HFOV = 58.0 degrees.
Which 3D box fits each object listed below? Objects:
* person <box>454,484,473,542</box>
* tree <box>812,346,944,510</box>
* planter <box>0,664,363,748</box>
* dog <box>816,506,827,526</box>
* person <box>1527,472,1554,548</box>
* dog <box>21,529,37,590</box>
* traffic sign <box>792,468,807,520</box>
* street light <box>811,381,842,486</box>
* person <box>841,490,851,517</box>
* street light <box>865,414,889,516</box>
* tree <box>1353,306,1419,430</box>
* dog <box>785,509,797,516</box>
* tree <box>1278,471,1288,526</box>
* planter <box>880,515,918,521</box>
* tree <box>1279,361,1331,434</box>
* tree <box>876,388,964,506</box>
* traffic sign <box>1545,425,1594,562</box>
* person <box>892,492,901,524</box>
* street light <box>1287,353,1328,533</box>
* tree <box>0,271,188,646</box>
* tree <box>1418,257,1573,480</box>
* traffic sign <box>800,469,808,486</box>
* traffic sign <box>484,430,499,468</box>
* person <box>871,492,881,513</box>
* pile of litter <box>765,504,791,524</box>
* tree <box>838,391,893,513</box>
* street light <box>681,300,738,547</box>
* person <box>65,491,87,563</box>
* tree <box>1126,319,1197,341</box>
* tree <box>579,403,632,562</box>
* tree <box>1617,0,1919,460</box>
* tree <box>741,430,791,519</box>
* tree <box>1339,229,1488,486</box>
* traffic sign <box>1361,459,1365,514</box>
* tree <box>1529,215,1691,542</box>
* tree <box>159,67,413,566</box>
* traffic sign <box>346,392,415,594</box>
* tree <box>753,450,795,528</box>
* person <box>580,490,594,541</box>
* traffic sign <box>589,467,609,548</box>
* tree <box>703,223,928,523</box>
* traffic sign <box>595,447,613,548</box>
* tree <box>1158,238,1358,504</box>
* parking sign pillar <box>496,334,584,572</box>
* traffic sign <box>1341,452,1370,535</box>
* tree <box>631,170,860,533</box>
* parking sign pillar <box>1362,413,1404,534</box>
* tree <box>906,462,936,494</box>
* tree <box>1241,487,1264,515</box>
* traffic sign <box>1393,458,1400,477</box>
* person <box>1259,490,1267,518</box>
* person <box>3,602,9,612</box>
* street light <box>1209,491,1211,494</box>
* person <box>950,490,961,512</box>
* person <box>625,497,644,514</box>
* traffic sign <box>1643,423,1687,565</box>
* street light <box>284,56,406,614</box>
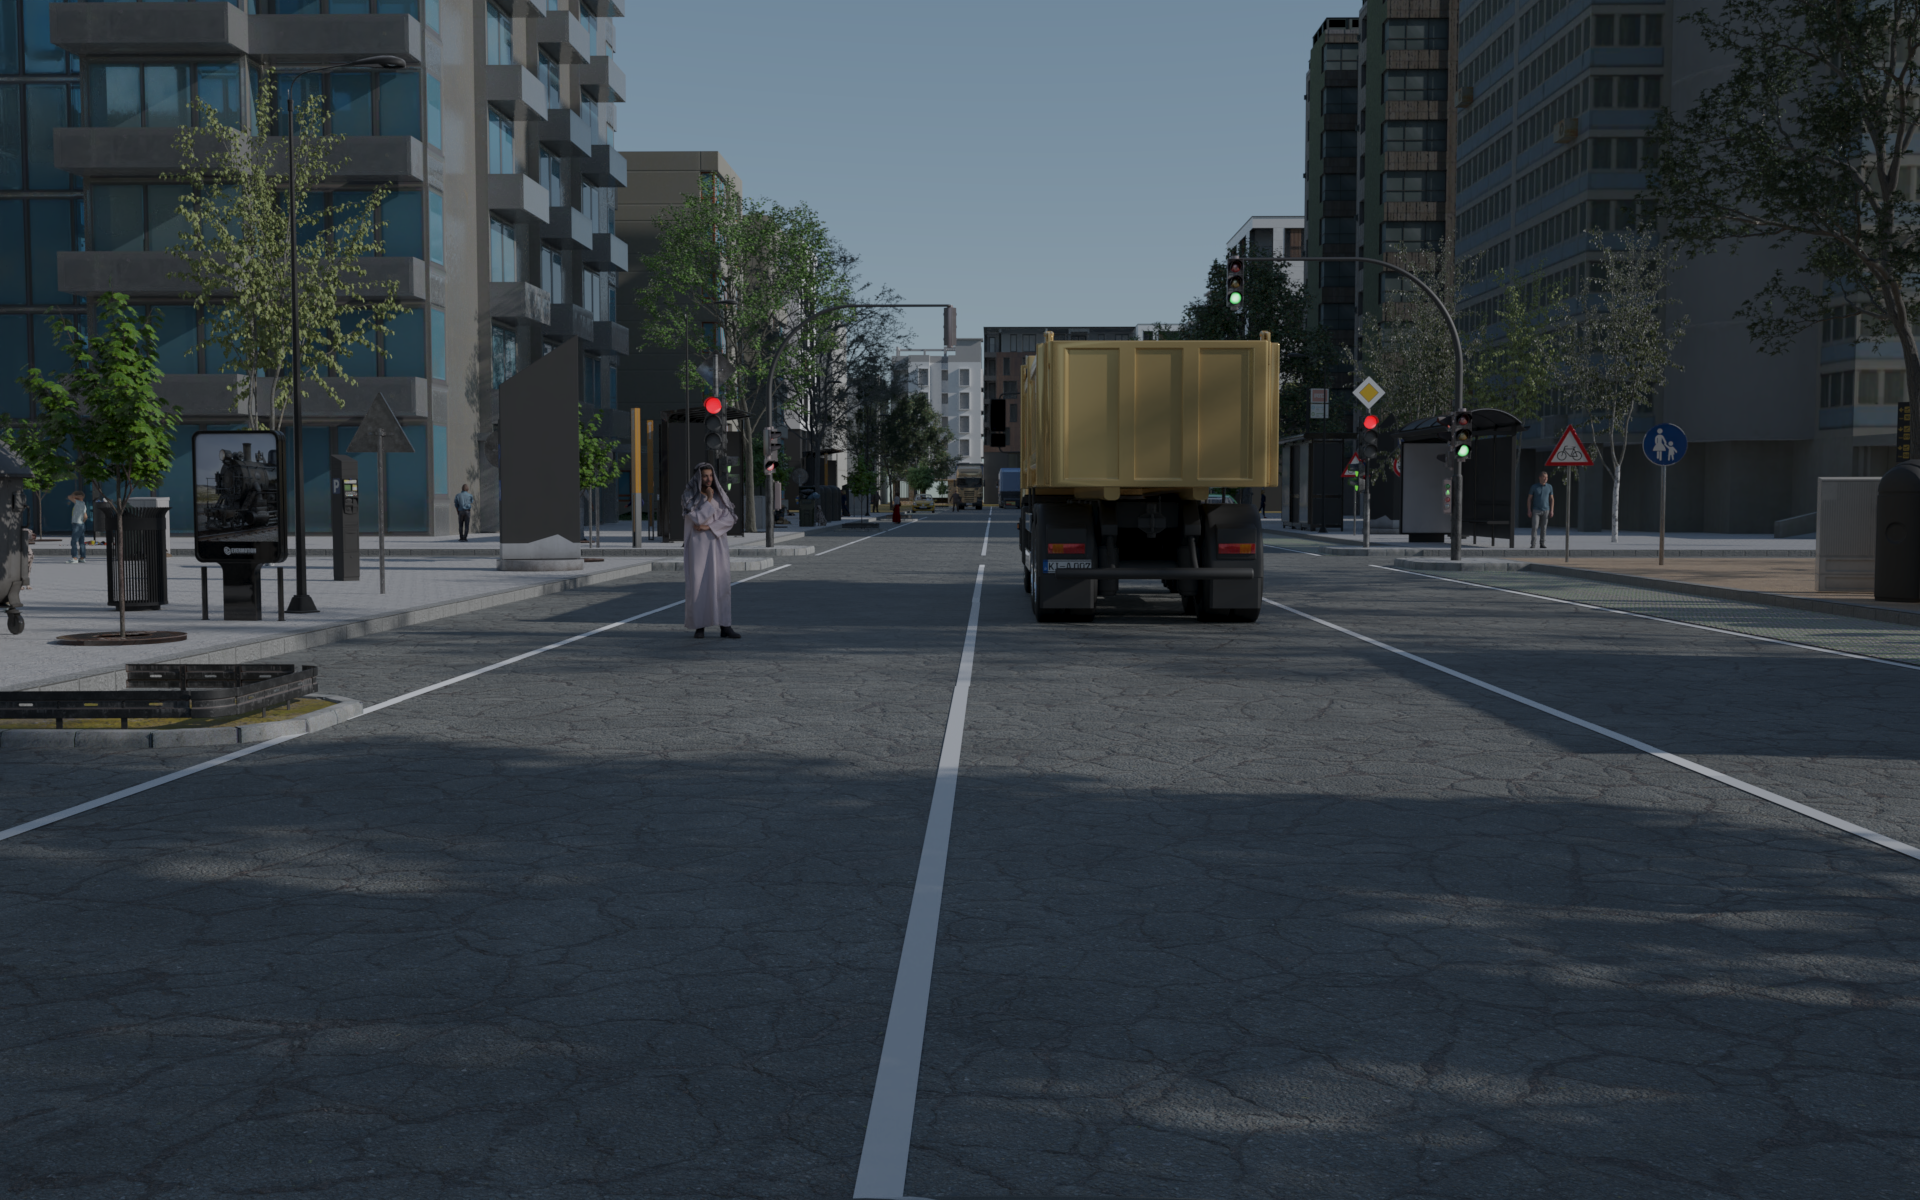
[{"bbox_3d":[-13.350,-2.343,46.560,0.499,1.552,0.429,1,4,11],"label":"person"},{"bbox_3d":[-6.088,-10.639,108.360,7.601,10.594,8.767,3,4,38],"label":"tree"},{"bbox_3d":[-4.875,0.634,10.770,1.991,0.319,1.994,0,4,1],"label":"planter"},{"bbox_3d":[-5.630,-3.390,69.814,0.513,0.831,0.800,0,4,6],"label":"dog"},{"bbox_3d":[13.719,-2.126,40.934,0.598,1.807,0.434,1,4,14],"label":"person"},{"bbox_3d":[-12.703,-0.553,23.417,0.513,0.831,0.800,-1,4,-20],"label":"dog"},{"bbox_3d":[-7.971,-5.259,86.095,0.768,2.556,0.104,0,4,4],"label":"traffic sign"},{"bbox_3d":[-5.536,-6.019,70.954,1.470,5.913,1.316,0,4,1],"label":"street light"},{"bbox_3d":[-6.495,-5.458,97.827,0.613,1.512,0.480,-2,4,-30],"label":"person"},{"bbox_3d":[-4.855,-7.846,100.820,1.470,5.913,1.316,0,4,1],"label":"street light"},{"bbox_3d":[17.220,-7.045,65.555,4.737,8.622,4.395,0,3,0],"label":"tree"},{"bbox_3d":[-9.874,-5.092,100.984,0.748,0.427,0.550,2,4,34],"label":"dog"},{"bbox_3d":[13.445,-4.567,69.277,1.663,3.219,1.824,0,3,0],"label":"tree"},{"bbox_3d":[-3.266,-4.438,93.705,1.991,0.319,1.994,0,4,1],"label":"planter"},{"bbox_3d":[17.462,-8.428,88.156,4.737,8.622,4.395,0,3,0],"label":"tree"},{"bbox_3d":[-4.748,-16.563,187.805,9.611,12.733,9.660,0,3,0],"label":"tree"},{"bbox_3d":[11.393,-1.984,32.444,0.884,2.594,0.081,0,4,6],"label":"traffic sign"},{"bbox_3d":[-3.048,-4.434,83.461,0.387,1.526,0.523,2,4,29],"label":"person"},{"bbox_3d":[11.482,-5.178,57.201,1.470,5.913,1.316,0,4,1],"label":"street light"},{"bbox_3d":[-7.294,-1.257,15.153,1.663,3.219,1.824,0,3,0],"label":"tree"},{"bbox_3d":[17.332,-6.371,54.528,4.737,8.622,4.395,0,3,0],"label":"tree"},{"bbox_3d":[-8.068,-5.364,87.805,0.768,2.556,0.104,1,4,11],"label":"traffic sign"},{"bbox_3d":[-9.010,-2.079,34.090,0.768,2.556,0.104,1,4,10],"label":"traffic sign"},{"bbox_3d":[-5.780,-6.927,119.843,0.434,1.755,0.990,3,5,41],"label":"person"},{"bbox_3d":[-7.711,-3.635,73.394,1.719,0.858,1.176,3,4,38],"label":"pile of litter"},{"bbox_3d":[-6.239,-10.232,117.654,4.360,8.622,3.978,0,3,0],"label":"tree"},{"bbox_3d":[-5.995,-4.218,41.512,1.470,5.913,1.316,0,4,1],"label":"street light"},{"bbox_3d":[-16.473,-1.365,32.266,0.340,1.345,0.435,-1,4,-18],"label":"person"},{"bbox_3d":[12.989,-10.745,101.432,9.928,11.665,9.643,0,3,0],"label":"tree"},{"bbox_3d":[-7.295,-2.329,32.683,1.663,3.219,1.824,0,3,0],"label":"tree"},{"bbox_3d":[12.247,-5.333,21.610,8.767,10.594,7.601,3,5,42],"label":"tree"},{"bbox_3d":[-10.385,-6.462,89.375,4.285,4.588,4.351,0,3,0],"label":"tree"},{"bbox_3d":[12.930,-6.021,48.799,4.360,8.622,3.978,0,3,0],"label":"tree"},{"bbox_3d":[14.546,-3.801,62.258,0.768,2.556,0.104,1,4,9],"label":"traffic sign"},{"bbox_3d":[17.404,-5.849,45.994,4.360,8.622,3.978,0,3,0],"label":"tree"},{"bbox_3d":[-12.256,-4.929,30.949,4.737,8.622,4.395,0,3,0],"label":"tree"},{"bbox_3d":[-7.414,-1.355,22.165,0.884,2.594,0.081,0,4,2],"label":"traffic sign"},{"bbox_3d":[-6.998,-4.361,65.902,1.663,3.219,1.824,0,3,0],"label":"tree"},{"bbox_3d":[-10.430,-2.528,47.531,0.875,1.805,0.789,0,4,7],"label":"person"},{"bbox_3d":[-8.722,-2.498,40.840,0.884,2.594,0.081,0,4,4],"label":"traffic sign"},{"bbox_3d":[-6.454,-10.232,77.669,12.009,13.543,11.850,0,3,0],"label":"tree"},{"bbox_3d":[-8.665,-2.524,41.377,0.768,2.556,0.104,0,4,1],"label":"traffic sign"},{"bbox_3d":[13.050,-9.827,77.674,9.611,12.733,9.660,0,3,0],"label":"tree"},{"bbox_3d":[-7.108,-2.492,29.218,1.447,3.967,1.447,-1,4,-20],"label":"parking sign pillar"},{"bbox_3d":[12.218,-3.276,53.573,0.884,2.594,0.081,0,4,6],"label":"traffic sign"},{"bbox_3d":[-7.098,-8.026,56.974,9.928,11.665,9.643,0,3,0],"label":"tree"},{"bbox_3d":[13.664,-4.106,55.600,1.447,3.967,1.447,-2,4,-26],"label":"parking sign pillar"},{"bbox_3d":[-3.949,-11.796,176.580,4.285,4.588,4.351,0,3,0],"label":"tree"},{"bbox_3d":[18.920,-9.671,108.476,4.360,8.622,3.978,0,3,0],"label":"tree"},{"bbox_3d":[13.959,-3.318,54.361,0.768,2.556,0.104,1,4,9],"label":"traffic sign"},{"bbox_3d":[16.019,-5.103,92.017,0.613,1.512,0.480,0,4,-2],"label":"person"},{"bbox_3d":[-10.474,-0.767,18.704,0.598,1.807,0.434,-3,5,-40],"label":"person"},{"bbox_3d":[11.997,-6.981,86.676,1.470,5.913,1.316,0,4,1],"label":"street light"},{"bbox_3d":[-0.376,-8.029,140.330,0.990,1.755,0.434,0,4,1],"label":"person"},{"bbox_3d":[-11.007,-3.037,58.387,0.600,1.496,0.574,-2,4,-25],"label":"person"},{"bbox_3d":[12.647,-1.899,31.153,0.768,2.556,0.104,0,4,8],"label":"traffic sign"},{"bbox_3d":[-6.575,-2.813,18.533,1.470,5.913,1.316,0,4,1],"label":"street light"}]
